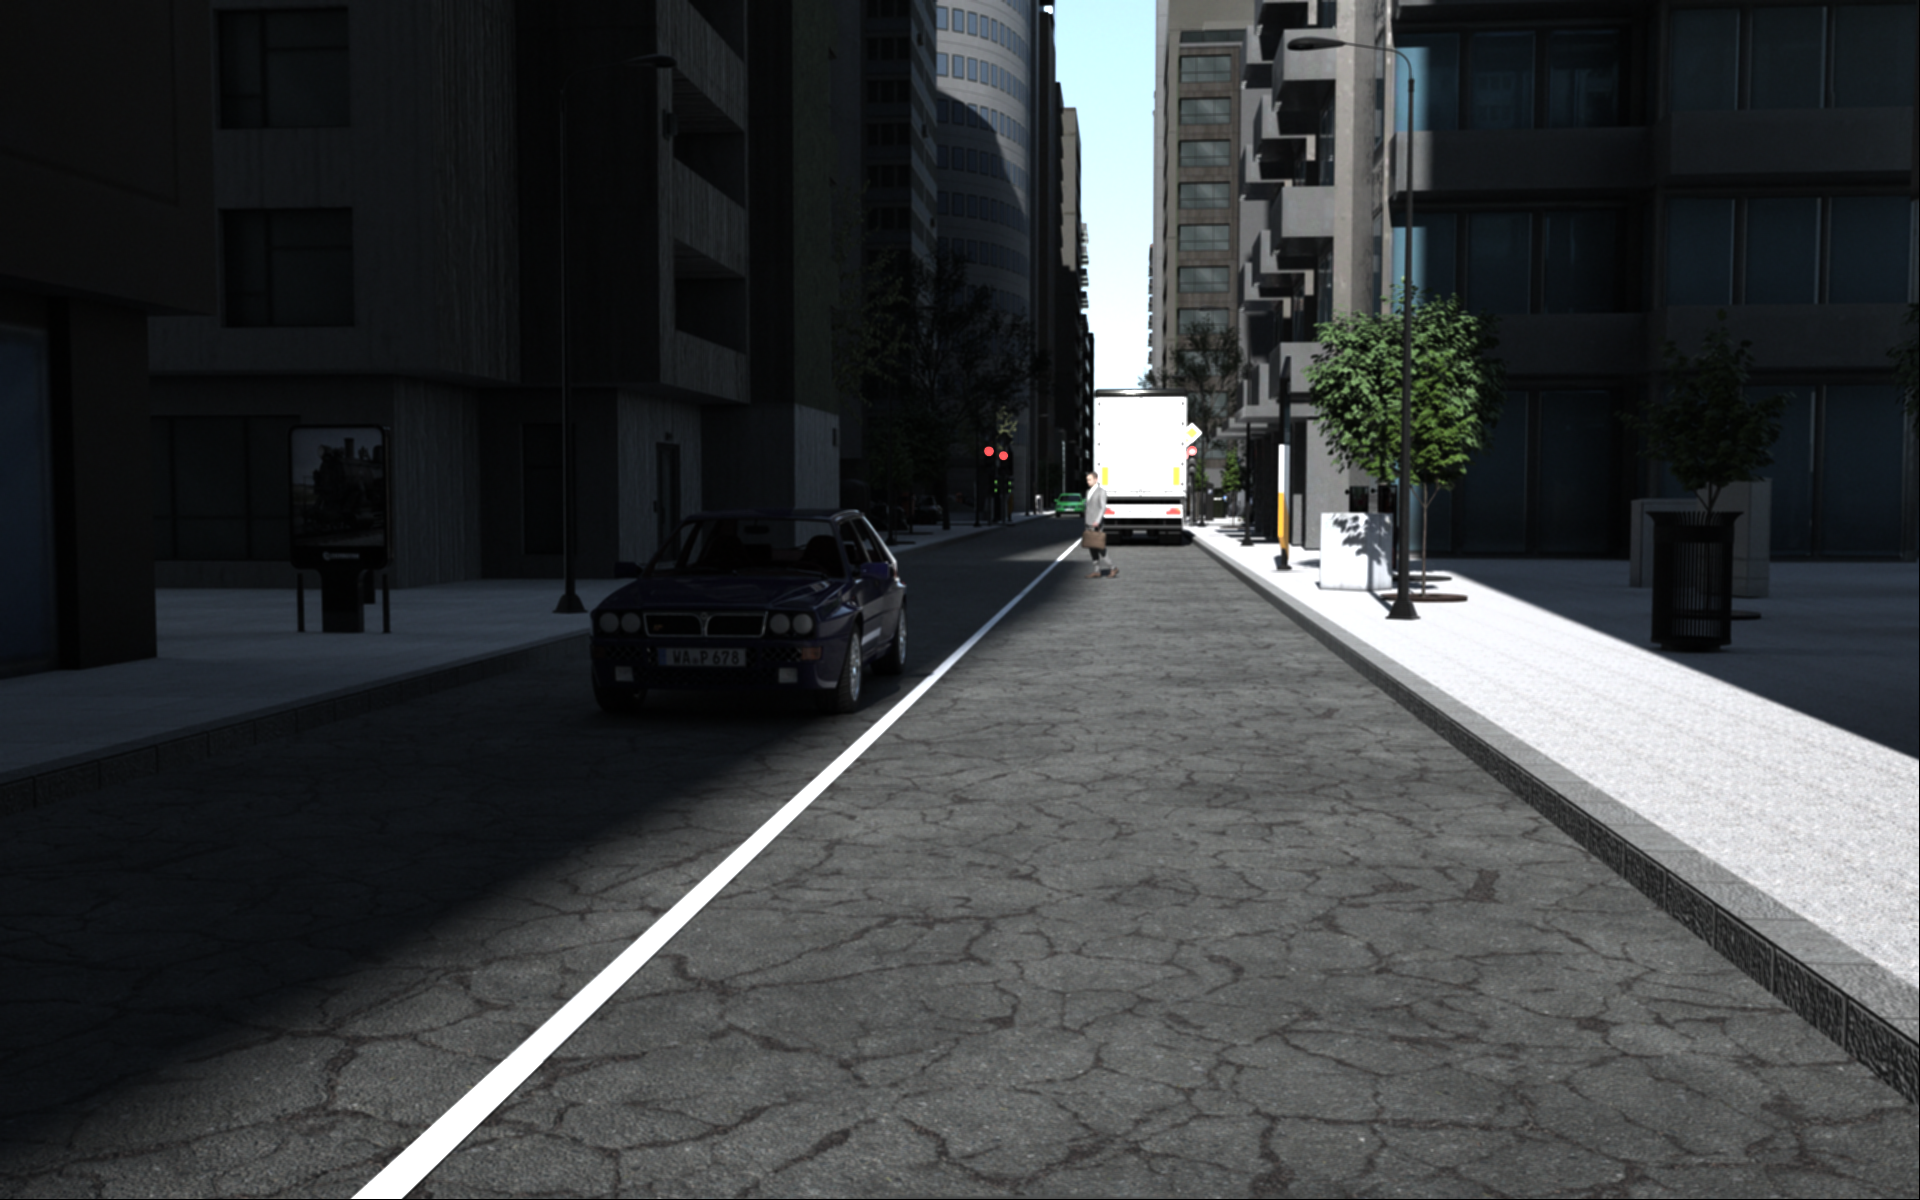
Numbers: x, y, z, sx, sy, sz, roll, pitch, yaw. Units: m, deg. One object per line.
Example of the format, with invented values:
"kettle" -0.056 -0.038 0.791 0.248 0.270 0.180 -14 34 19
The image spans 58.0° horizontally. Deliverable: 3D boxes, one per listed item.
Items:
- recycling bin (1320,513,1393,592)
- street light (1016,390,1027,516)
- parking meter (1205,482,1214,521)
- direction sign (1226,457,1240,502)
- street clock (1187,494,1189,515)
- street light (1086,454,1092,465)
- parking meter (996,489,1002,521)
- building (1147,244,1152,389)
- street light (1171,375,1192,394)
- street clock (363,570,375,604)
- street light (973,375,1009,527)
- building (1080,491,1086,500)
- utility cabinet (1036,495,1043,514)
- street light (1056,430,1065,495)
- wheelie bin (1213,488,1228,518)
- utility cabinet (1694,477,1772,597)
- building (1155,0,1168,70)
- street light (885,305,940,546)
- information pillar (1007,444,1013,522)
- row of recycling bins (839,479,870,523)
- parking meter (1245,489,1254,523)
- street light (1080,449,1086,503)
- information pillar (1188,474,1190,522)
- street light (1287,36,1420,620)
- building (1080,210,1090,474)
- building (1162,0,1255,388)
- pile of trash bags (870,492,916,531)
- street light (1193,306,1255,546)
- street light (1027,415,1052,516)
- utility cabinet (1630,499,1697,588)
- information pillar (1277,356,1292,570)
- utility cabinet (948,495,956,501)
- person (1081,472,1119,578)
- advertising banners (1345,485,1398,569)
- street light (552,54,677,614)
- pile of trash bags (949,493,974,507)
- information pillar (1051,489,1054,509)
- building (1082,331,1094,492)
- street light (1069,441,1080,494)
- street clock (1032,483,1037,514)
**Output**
"recycling bin" 5.313 -0.652 23.219 0.722 1.027 0.722 3 5 45
"street light" 2.091 -6.385 76.928 1.470 5.913 1.316 0 4 6
"parking meter" 11.942 -4.717 82.834 0.399 1.863 0.255 0 4 -5
"direction sign" 16.527 -6.909 104.958 0.876 3.537 0.379 -1 4 -13
"street clock" 13.831 -6.122 104.662 0.471 2.002 0.358 2 4 34
"street light" 14.374 -14.059 202.406 1.470 5.913 1.316 0 4 6
"parking meter" 1.798 -4.504 82.053 0.372 1.533 0.369 0 3 0
"building" 42.874 -39.086 293.683 22.147 44.769 28.867 0 4 6
"street light" 8.919 -5.811 67.553 1.470 5.913 1.316 0 4 6
"street clock" -6.948 -0.956 20.208 0.471 2.002 0.358 -1 4 -13
"street light" 1.217 -5.800 67.377 1.470 5.913 1.316 0 4 6
"building" 1.982 -34.098 249.380 32.217 40.220 23.993 0 4 6
"utility cabinet" 5.115 -6.151 111.733 0.306 1.237 1.020 1 4 13
"street light" 6.915 -9.417 126.503 1.470 5.913 1.316 0 4 6
"wheelie bin" 13.800 -5.153 92.157 0.980 1.594 0.693 2 4 32
"utility cabinet" 9.734 -0.803 21.809 0.318 1.500 1.173 0 4 -7
"building" 31.511 -39.452 187.042 21.231 58.520 28.212 0 4 6
"street light" -1.188 -4.295 42.758 1.470 5.913 1.316 0 4 6
"information pillar" 2.317 -5.409 79.787 0.183 3.616 0.504 -1 4 -18
"row of recycling bins" -3.066 -2.544 48.706 1.069 1.692 3.534 0 3 0
"parking meter" 12.752 -4.154 76.324 0.372 1.533 0.369 0 3 0
"street light" 11.917 -12.543 177.625 1.470 5.913 1.316 0 4 6
"information pillar" 10.772 -5.461 80.640 0.183 3.616 0.504 -1 4 -16
"street light" 4.021 -2.762 17.707 1.470 5.913 1.316 0 4 6
"building" 9.274 -40.159 276.203 23.786 49.044 30.456 0 4 6
"building" 29.932 -32.950 162.441 21.300 48.544 21.600 0 4 6
"pile of trash bags" -2.614 -3.139 61.082 1.912 1.369 3.447 2 4 31
"street light" 6.578 -4.296 42.788 1.470 5.913 1.316 0 4 6
"street light" 4.488 -7.885 101.466 1.470 5.913 1.316 0 4 6
"utility cabinet" 9.766 -0.776 23.843 1.020 1.237 0.306 -1 4 -9
"information pillar" 5.468 -2.313 29.180 0.183 3.616 0.504 1 4 23
"utility cabinet" -0.729 -6.184 112.269 1.020 1.237 0.306 -1 4 -12
"person" 2.307 -1.284 29.612 0.853 1.813 0.709 -2 4 -33
"advertising banners" 7.243 -2.031 29.390 2.074 3.025 0.090 -3 4 -38
"street light" -3.684 -2.812 18.517 1.470 5.913 1.316 0 4 6
"pile of trash bags" -0.064 -6.083 109.207 1.912 1.369 3.447 0 4 -2
"information pillar" 8.132 -9.032 152.170 0.304 2.012 0.304 0 4 -5
"building" 15.969 -32.246 298.923 14.160 30.474 14.107 0 4 6
"street light" 9.616 -11.044 153.115 1.470 5.913 1.316 0 4 6
"street clock" 4.729 -6.405 109.288 0.358 2.002 0.471 0 4 4
